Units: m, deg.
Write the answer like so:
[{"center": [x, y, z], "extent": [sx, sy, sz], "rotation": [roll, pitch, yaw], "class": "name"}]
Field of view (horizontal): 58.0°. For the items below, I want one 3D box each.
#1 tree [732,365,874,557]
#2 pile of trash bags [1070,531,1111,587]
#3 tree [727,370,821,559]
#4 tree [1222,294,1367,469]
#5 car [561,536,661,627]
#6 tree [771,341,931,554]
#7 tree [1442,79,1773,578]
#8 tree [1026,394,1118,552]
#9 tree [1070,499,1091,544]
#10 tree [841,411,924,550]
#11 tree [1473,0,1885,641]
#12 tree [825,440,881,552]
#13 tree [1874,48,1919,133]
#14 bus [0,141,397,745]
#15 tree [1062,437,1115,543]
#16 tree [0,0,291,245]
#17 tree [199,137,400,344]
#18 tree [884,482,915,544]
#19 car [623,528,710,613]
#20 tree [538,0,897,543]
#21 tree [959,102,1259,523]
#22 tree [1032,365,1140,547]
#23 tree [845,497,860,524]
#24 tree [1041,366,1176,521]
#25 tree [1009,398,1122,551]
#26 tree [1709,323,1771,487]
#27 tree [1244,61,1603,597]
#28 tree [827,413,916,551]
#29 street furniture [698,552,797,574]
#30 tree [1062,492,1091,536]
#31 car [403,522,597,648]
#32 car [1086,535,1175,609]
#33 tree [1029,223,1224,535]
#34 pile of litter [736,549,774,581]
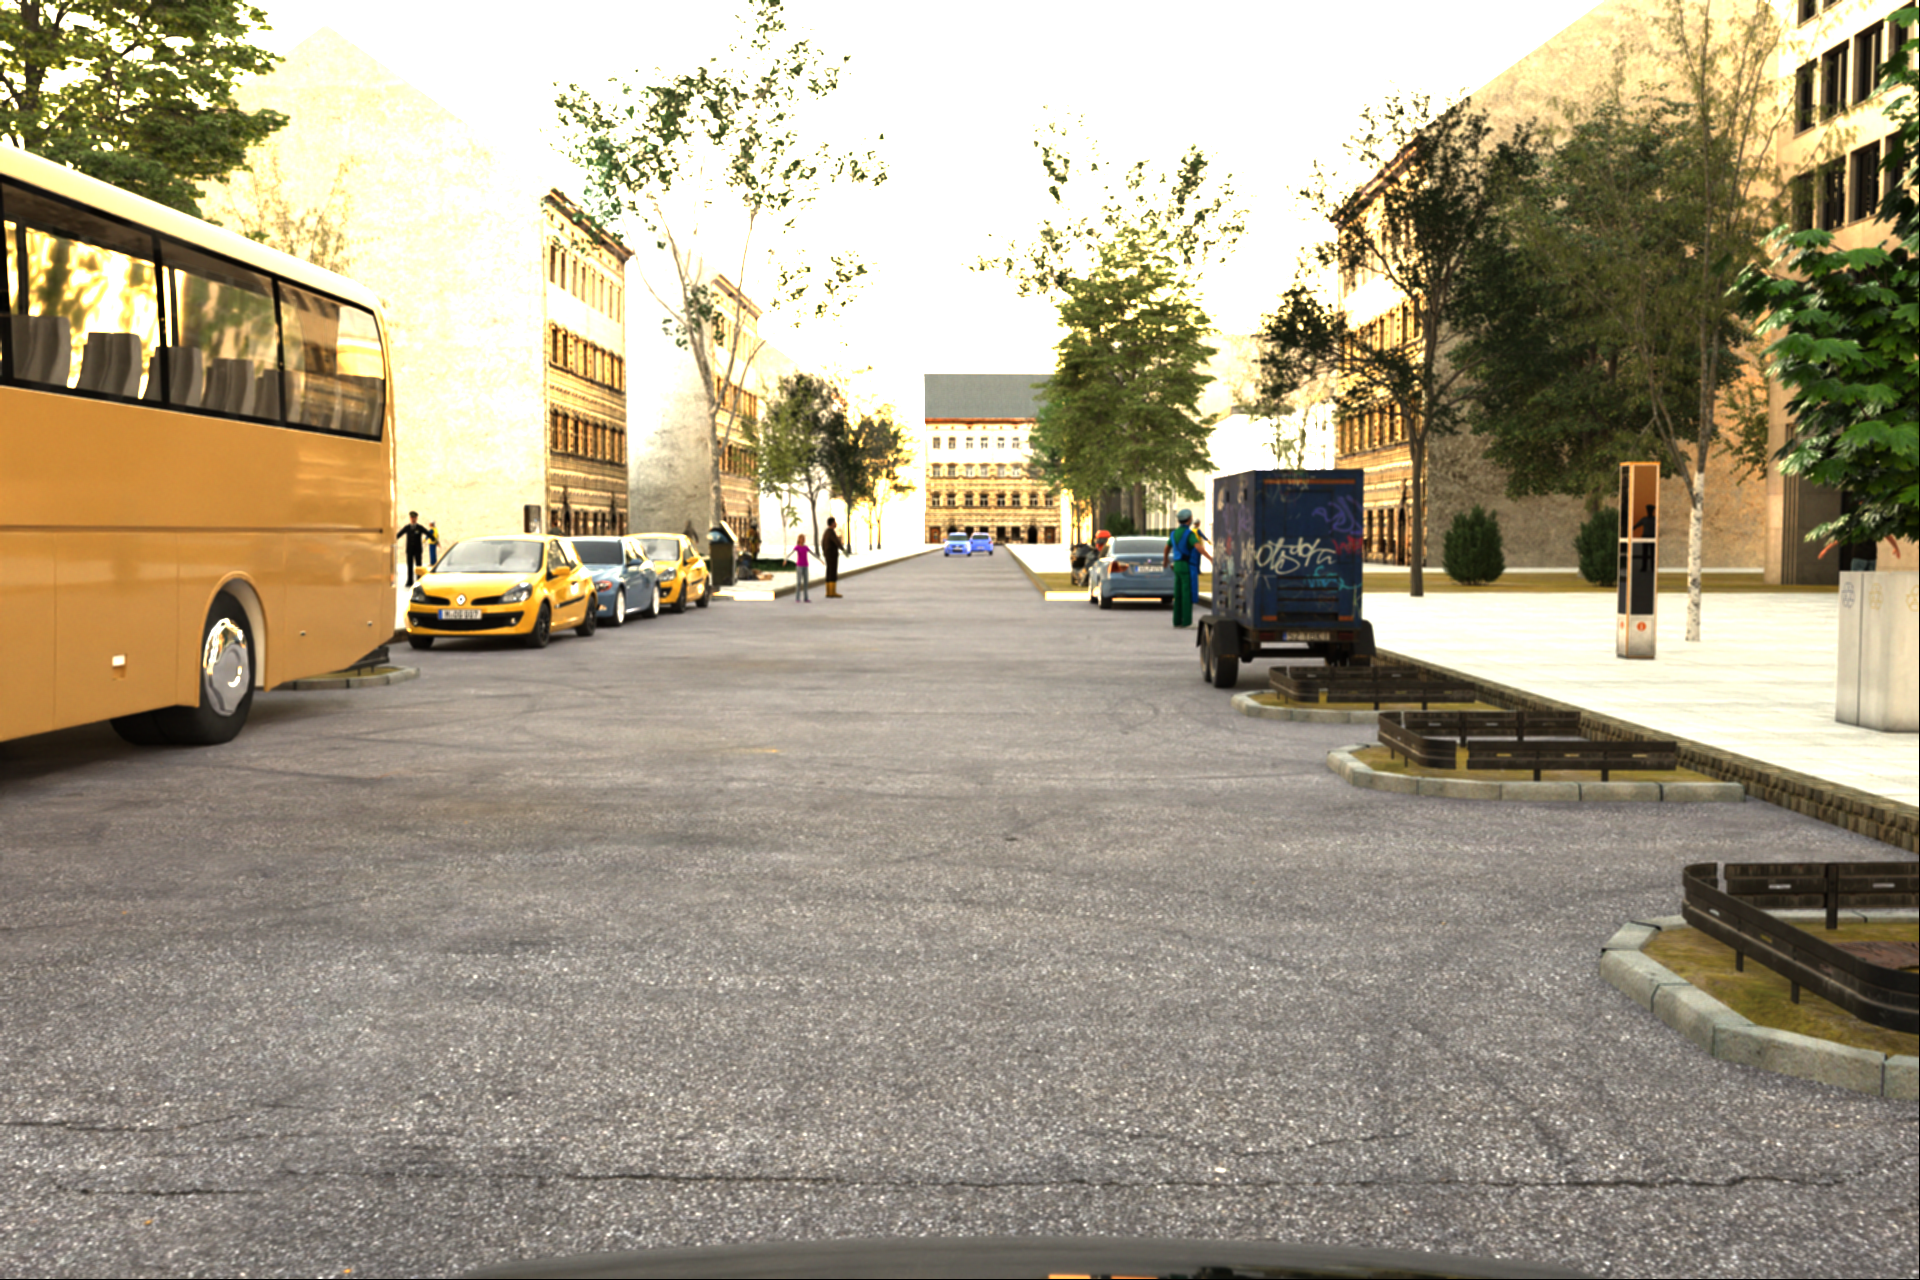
[{"center": [-8.147, -9.860, 95.628], "extent": [7.601, 10.594, 8.767], "rotation": [2, 4, 31], "class": "tree"}, {"center": [3.732, -2.086, 43.859], "extent": [1.912, 1.369, 3.447], "rotation": [0, 4, -1], "class": "pile of trash bags"}, {"center": [-7.991, -7.751, 77.093], "extent": [4.737, 8.622, 4.395], "rotation": [0, 3, 0], "class": "tree"}, {"center": [9.723, -6.321, 53.707], "extent": [4.360, 8.622, 3.978], "rotation": [0, 3, 0], "class": "tree"}, {"center": [-6.061, -0.995, 28.266], "extent": [2.014, 1.417, 4.499], "rotation": [0, 4, 1], "class": "car"}, {"center": [-7.089, -12.203, 109.889], "extent": [12.009, 13.543, 11.850], "rotation": [0, 3, 0], "class": "tree"}, {"center": [18.476, -8.799, 50.523], "extent": [9.857, 13.997, 8.962], "rotation": [0, 3, 0], "class": "tree"}, {"center": [8.352, -12.077, 123.208], "extent": [9.928, 11.665, 9.643], "rotation": [0, 3, 0], "class": "tree"}, {"center": [17.082, -17.371, 234.372], "extent": [4.737, 8.622, 4.395], "rotation": [0, 3, 0], "class": "tree"}, {"center": [-6.801, -13.336, 143.801], "extent": [9.928, 11.665, 9.643], "rotation": [0, 3, 0], "class": "tree"}, {"center": [8.909, -4.278, 20.308], "extent": [4.360, 8.622, 3.978], "rotation": [0, 3, 0], "class": "tree"}, {"center": [-7.273, -10.392, 120.267], "extent": [4.737, 8.622, 4.395], "rotation": [0, 3, 0], "class": "tree"}, {"center": [9.469, -5.279, 12.072], "extent": [9.928, 11.665, 9.643], "rotation": [0, 3, 0], "class": "tree"}, {"center": [-6.235, -1.065, 8.963], "extent": [2.896, 3.916, 12.252], "rotation": [0, 4, 1], "class": "bus"}, {"center": [8.297, -10.056, 114.770], "extent": [4.737, 8.622, 4.395], "rotation": [0, 3, 0], "class": "tree"}, {"center": [-12.471, -6.416, 23.028], "extent": [7.486, 12.596, 7.792], "rotation": [0, 3, 0], "class": "tree"}, {"center": [-12.019, -4.985, 31.866], "extent": [4.360, 8.622, 3.978], "rotation": [0, 3, 0], "class": "tree"}, {"center": [-7.625, -17.245, 232.320], "extent": [4.360, 8.622, 3.978], "rotation": [0, 3, 0], "class": "tree"}, {"center": [-5.810, -1.364, 32.517], "extent": [2.015, 1.641, 3.980], "rotation": [0, 4, 1], "class": "car"}, {"center": [-8.134, -12.389, 58.449], "extent": [12.611, 20.169, 13.585], "rotation": [0, 3, 0], "class": "tree"}, {"center": [6.023, -13.585, 78.010], "extent": [12.611, 20.169, 13.585], "rotation": [0, 3, 0], "class": "tree"}, {"center": [8.024, -10.958, 104.916], "extent": [9.928, 11.665, 9.643], "rotation": [0, 3, 0], "class": "tree"}, {"center": [-16.570, -19.220, 232.373], "extent": [7.486, 12.596, 7.792], "rotation": [0, 3, 0], "class": "tree"}, {"center": [8.133, -9.673, 92.564], "extent": [8.767, 10.594, 7.601], "rotation": [2, 4, 32], "class": "tree"}, {"center": [8.802, -13.707, 134.476], "extent": [12.009, 13.543, 11.850], "rotation": [0, 3, 0], "class": "tree"}, {"center": [26.758, -6.508, 56.768], "extent": [4.737, 8.622, 4.395], "rotation": [0, 3, 0], "class": "tree"}, {"center": [9.093, -6.166, 35.220], "extent": [7.601, 10.594, 8.767], "rotation": [-2, 4, -27], "class": "tree"}, {"center": [-7.189, -12.236, 134.467], "extent": [8.767, 10.594, 7.601], "rotation": [3, 4, 38], "class": "tree"}, {"center": [-9.924, -2.532, 57.018], "extent": [10.072, 0.657, 5.734], "rotation": [-3, 5, -42], "class": "street furniture"}, {"center": [16.215, -17.047, 229.077], "extent": [4.360, 8.622, 3.978], "rotation": [0, 3, 0], "class": "tree"}, {"center": [-6.026, -0.777, 22.935], "extent": [2.015, 1.641, 3.980], "rotation": [0, 4, 1], "class": "car"}, {"center": [3.537, -1.369, 34.382], "extent": [2.014, 1.417, 4.499], "rotation": [0, 4, 0], "class": "car"}, {"center": [6.244, -8.921, 63.983], "extent": [7.486, 12.596, 7.792], "rotation": [0, 3, 0], "class": "tree"}, {"center": [-5.771, -2.103, 48.342], "extent": [1.176, 0.858, 1.719], "rotation": [0, 4, 3], "class": "pile of litter"}]
